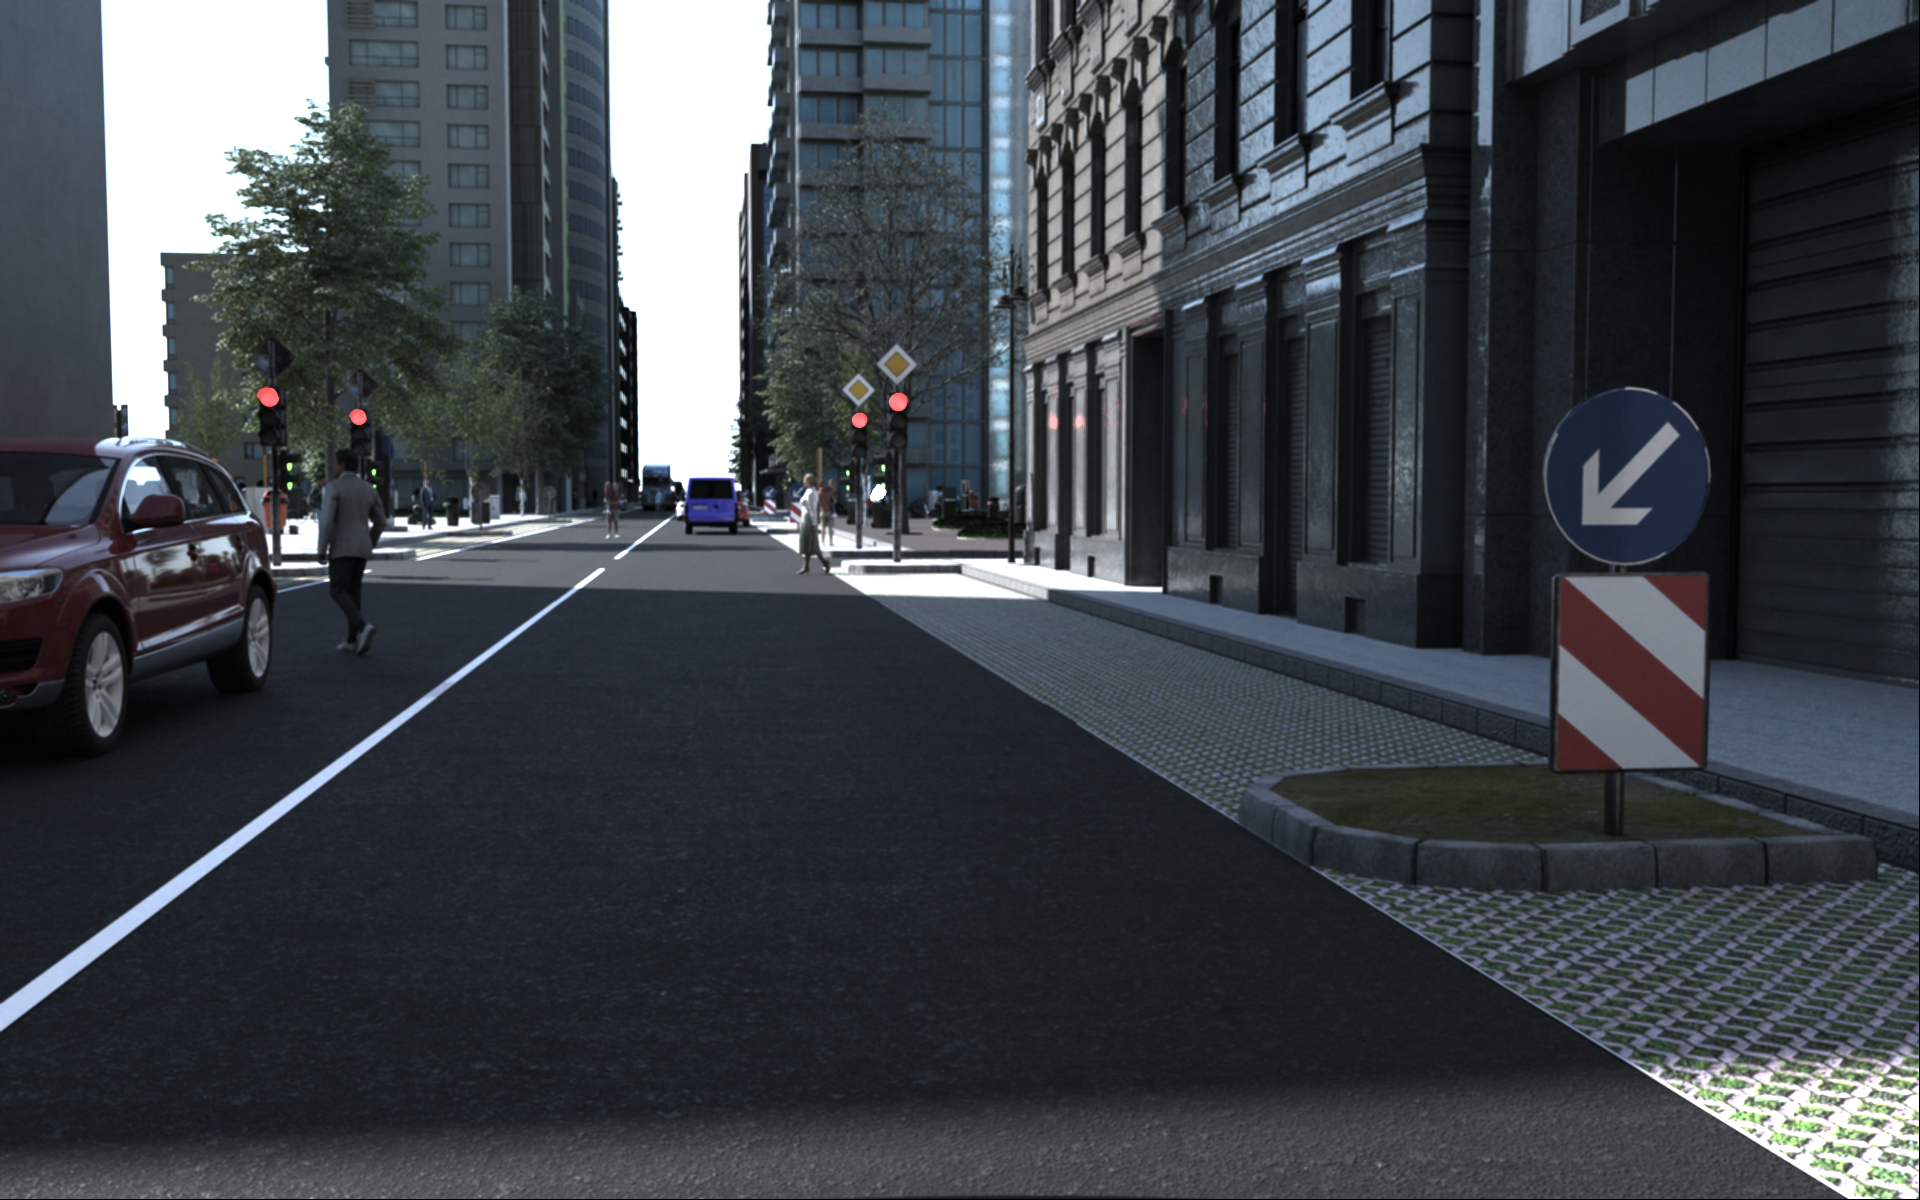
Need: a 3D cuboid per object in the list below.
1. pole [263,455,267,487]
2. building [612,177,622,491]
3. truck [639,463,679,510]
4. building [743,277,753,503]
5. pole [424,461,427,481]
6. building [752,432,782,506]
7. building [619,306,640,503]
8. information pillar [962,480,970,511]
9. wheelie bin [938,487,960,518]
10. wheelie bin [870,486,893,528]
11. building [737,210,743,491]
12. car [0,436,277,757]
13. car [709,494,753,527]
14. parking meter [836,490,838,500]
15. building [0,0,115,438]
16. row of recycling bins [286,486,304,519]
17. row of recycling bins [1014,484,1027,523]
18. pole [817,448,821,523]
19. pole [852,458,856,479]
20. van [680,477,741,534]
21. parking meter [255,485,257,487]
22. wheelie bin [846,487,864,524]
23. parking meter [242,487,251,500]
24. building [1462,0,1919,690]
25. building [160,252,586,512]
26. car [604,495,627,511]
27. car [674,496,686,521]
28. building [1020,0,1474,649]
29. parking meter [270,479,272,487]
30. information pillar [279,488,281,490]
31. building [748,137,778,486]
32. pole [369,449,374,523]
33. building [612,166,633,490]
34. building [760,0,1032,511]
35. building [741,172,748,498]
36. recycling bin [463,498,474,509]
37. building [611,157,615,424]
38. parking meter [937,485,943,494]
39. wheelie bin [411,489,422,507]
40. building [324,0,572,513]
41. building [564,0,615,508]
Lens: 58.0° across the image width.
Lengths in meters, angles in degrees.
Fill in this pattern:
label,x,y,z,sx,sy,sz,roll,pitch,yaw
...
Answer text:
label,x,y,z,sx,sy,sz,roll,pitch,yaw
pole,-36.287,-5.911,90.485,0.158,3.312,0.155,0,3,0
building,-50.014,-32.588,216.402,14.154,41.232,14.086,-1,4,-8
truck,-27.140,-10.244,157.241,2.967,4.110,18.799,0,4,-7
building,-21.855,-28.113,231.351,14.160,30.474,14.107,-1,4,-8
pole,-33.211,-6.961,107.661,0.158,3.312,0.155,0,3,0
building,-9.488,-52.686,174.094,22.319,86.520,31.000,-1,4,-8
building,-55.936,-29.972,261.738,14.160,30.474,14.107,-1,4,-8
information pillar,0.299,-5.311,91.332,0.304,2.012,0.304,-3,4,-37
wheelie bin,-0.513,-4.190,76.416,0.980,1.594,0.693,-1,4,-9
wheelie bin,-2.920,-3.488,64.935,0.980,1.594,0.693,3,5,43
building,-27.008,-37.682,266.212,14.600,45.320,14.200,-1,4,-8
car,-5.902,-0.142,10.995,2.281,1.827,5.304,0,4,-8
car,-10.286,-4.154,76.957,2.155,1.783,4.494,-1,4,-8
parking meter,-8.074,-6.318,111.712,0.372,1.533,0.369,0,3,0
building,-25.252,-13.941,21.444,24.014,27.812,14.314,-1,4,-8
row of recycling bins,-35.003,-5.120,90.820,1.069,1.692,3.534,-1,4,-15
row of recycling bins,3.490,-4.041,73.176,1.069,1.692,3.534,-2,4,-35
pole,-6.210,-5.053,76.466,0.158,3.312,0.155,0,3,0
pole,-4.743,-5.125,77.630,0.158,3.312,0.155,0,3,0
van,-9.159,-3.626,63.674,2.240,2.365,5.245,-1,4,-9
parking meter,-40.737,-5.802,100.575,0.399,1.863,0.255,3,5,39
wheelie bin,-4.388,-3.991,73.156,0.980,1.594,0.693,2,4,31
parking meter,-25.791,-3.321,62.702,0.372,1.533,0.369,0,3,0
building,11.502,-11.403,4.459,12.078,24.808,19.932,-1,4,-8
building,-45.420,-18.042,140.031,27.650,21.520,28.899,-1,4,-8
car,-29.249,-8.263,147.103,2.014,1.417,4.499,0,4,-7
car,-14.588,-5.049,94.907,2.083,1.381,4.827,-1,4,-10
building,7.109,-10.647,23.225,9.793,20.994,18.267,-1,4,-8
parking meter,-27.304,-3.867,68.929,0.255,1.863,0.399,-1,4,-15
information pillar,-41.843,-6.268,106.981,0.304,2.012,0.304,1,4,19
building,-19.329,-34.672,216.989,14.600,45.320,14.200,-1,4,-8
pole,-26.349,-5.121,77.577,0.158,3.312,0.155,0,3,0
building,-57.724,-37.848,238.424,23.786,49.044,30.456,-1,4,-8
building,-4.644,-32.129,144.918,23.786,49.044,30.456,-1,4,-8
building,-20.411,-38.246,249.028,21.300,48.544,21.600,-1,4,-8
recycling bin,-31.162,-5.959,109.988,0.722,1.027,0.722,-1,4,-18
building,-47.874,-33.774,202.323,14.600,45.320,14.200,-1,4,-8
parking meter,-1.278,-6.436,110.947,0.399,1.863,0.255,-2,4,-29
wheelie bin,-30.918,-5.581,99.162,0.693,1.594,0.980,1,4,23
building,-34.560,-26.609,118.652,14.154,41.232,14.086,-1,4,-8
building,-45.269,-38.323,168.582,21.231,58.520,28.212,-1,4,-8
